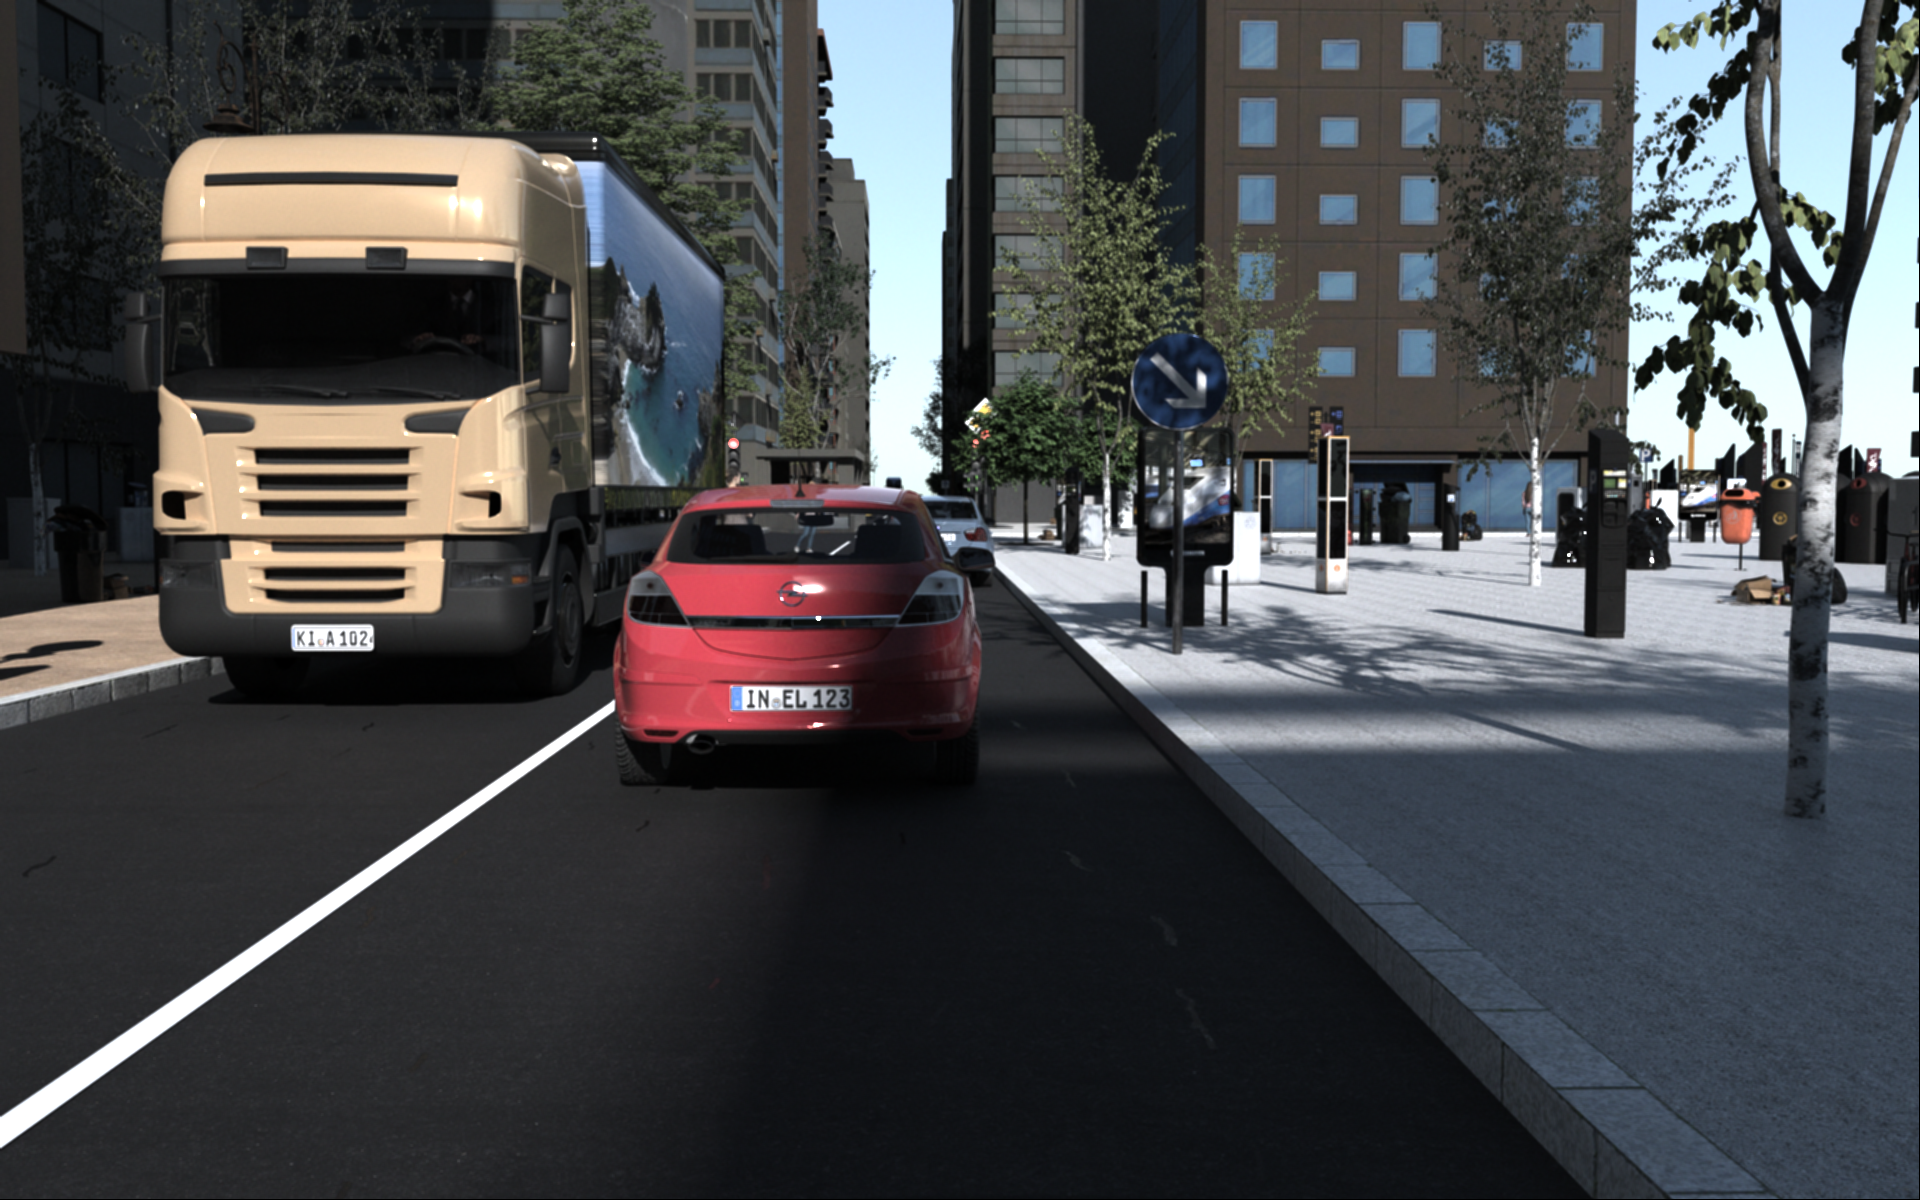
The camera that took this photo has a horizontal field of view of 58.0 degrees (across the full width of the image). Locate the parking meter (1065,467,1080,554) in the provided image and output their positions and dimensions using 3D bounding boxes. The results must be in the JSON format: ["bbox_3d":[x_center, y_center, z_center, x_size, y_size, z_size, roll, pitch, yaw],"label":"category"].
[{"bbox_3d":[2.410,-1.920,37.099,0.255,1.863,0.399,1,4,12],"label":"parking meter"}]

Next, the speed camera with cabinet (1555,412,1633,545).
[{"bbox_3d":[15.199,-2.899,41.730,0.660,3.252,2.038,-1,4,-15],"label":"speed camera with cabinet"}]

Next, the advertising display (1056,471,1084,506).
[{"bbox_3d":[3.098,-2.665,48.793,0.123,1.923,0.974,-3,5,-43],"label":"advertising display"}]

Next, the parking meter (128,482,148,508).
[{"bbox_3d":[-17.207,-1.705,36.280,0.372,1.533,0.369,0,3,0],"label":"parking meter"}]

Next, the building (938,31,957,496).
[{"bbox_3d":[6.887,-50.724,267.594,20.563,71.187,20.611,0,4,-1],"label":"building"}]

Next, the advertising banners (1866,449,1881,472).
[{"bbox_3d":[34.009,-4.274,66.069,2.074,3.025,0.090,0,4,8],"label":"advertising banners"}]

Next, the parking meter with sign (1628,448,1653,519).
[{"bbox_3d":[25.046,-4.177,64.563,1.738,3.016,0.543,-2,4,-33],"label":"parking meter with sign"}]

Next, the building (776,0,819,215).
[{"bbox_3d":[-18.728,-29.954,139.856,14.600,45.320,14.200,0,4,-1],"label":"building"}]

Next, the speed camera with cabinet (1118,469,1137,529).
[{"bbox_3d":[6.511,-4.330,65.129,0.660,3.252,2.038,1,4,23],"label":"speed camera with cabinet"}]

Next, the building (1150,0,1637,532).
[{"bbox_3d":[14.982,-25.273,63.318,14.200,45.320,14.600,0,4,-1],"label":"building"}]

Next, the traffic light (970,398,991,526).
[{"bbox_3d":[0.725,-3.773,50.612,0.839,4.253,0.868,0,4,-1],"label":"traffic light"}]

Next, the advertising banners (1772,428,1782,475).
[{"bbox_3d":[21.866,-3.024,45.627,0.090,3.025,2.074,0,4,-1],"label":"advertising banners"}]

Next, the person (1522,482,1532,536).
[{"bbox_3d":[17.804,-2.782,53.996,0.555,1.821,0.388,2,4,32],"label":"person"}]

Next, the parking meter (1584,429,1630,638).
[{"bbox_3d":[5.776,-0.597,15.469,0.255,1.863,0.399,0,4,1],"label":"parking meter"}]

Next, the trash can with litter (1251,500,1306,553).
[{"bbox_3d":[6.623,-1.682,38.565,1.678,1.210,2.233,-1,4,-10],"label":"trash can with litter"}]

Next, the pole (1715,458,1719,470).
[{"bbox_3d":[43.029,-6.402,98.516,0.158,3.312,0.155,0,3,0],"label":"pole"}]

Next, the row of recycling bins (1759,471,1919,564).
[{"bbox_3d":[16.602,-1.545,32.372,1.069,1.692,3.534,-2,4,-29],"label":"row of recycling bins"}]

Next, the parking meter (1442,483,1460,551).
[{"bbox_3d":[11.091,-1.878,39.108,0.372,1.533,0.369,0,3,0],"label":"parking meter"}]

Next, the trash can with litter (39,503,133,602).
[{"bbox_3d":[-10.450,-0.574,20.769,0.624,1.170,1.055,0,4,4],"label":"trash can with litter"}]

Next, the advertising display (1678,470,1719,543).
[{"bbox_3d":[19.580,-2.491,45.940,0.974,1.923,0.123,1,4,18],"label":"advertising display"}]

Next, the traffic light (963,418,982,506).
[{"bbox_3d":[0.531,-4.261,58.595,0.839,4.253,0.868,0,4,-1],"label":"traffic light"}]

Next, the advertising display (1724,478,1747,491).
[{"bbox_3d":[30.727,-3.879,68.635,0.974,1.923,0.123,-1,4,-16],"label":"advertising display"}]

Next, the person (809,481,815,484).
[{"bbox_3d":[-3.674,-1.942,40.924,0.598,1.740,0.731,2,4,28],"label":"person"}]

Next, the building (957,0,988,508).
[{"bbox_3d":[10.657,-32.065,147.957,21.300,48.544,21.600,0,4,-1],"label":"building"}]

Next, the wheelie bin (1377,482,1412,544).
[{"bbox_3d":[11.268,-2.260,44.866,0.693,1.594,0.980,-3,5,-43],"label":"wheelie bin"}]

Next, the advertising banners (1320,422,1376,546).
[{"bbox_3d":[9.600,-2.858,42.917,2.074,3.025,0.090,-3,4,-37],"label":"advertising banners"}]

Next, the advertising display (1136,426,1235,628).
[{"bbox_3d":[2.177,-0.704,16.718,0.974,1.923,0.123,-1,4,-17],"label":"advertising display"}]

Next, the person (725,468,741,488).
[{"bbox_3d":[-2.967,-0.881,23.252,0.599,1.781,0.374,0,4,4],"label":"person"}]

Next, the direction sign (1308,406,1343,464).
[{"bbox_3d":[9.459,-3.232,44.847,0.876,3.537,0.379,0,4,3],"label":"direction sign"}]

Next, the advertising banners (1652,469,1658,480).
[{"bbox_3d":[49.023,-7.621,120.792,2.074,3.025,0.090,-1,4,-21],"label":"advertising banners"}]

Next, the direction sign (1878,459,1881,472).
[{"bbox_3d":[58.642,-7.294,111.251,0.876,3.537,0.379,2,4,35],"label":"direction sign"}]

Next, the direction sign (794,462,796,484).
[{"bbox_3d":[-8.396,-5.889,88.281,0.379,3.537,0.876,-1,4,-11],"label":"direction sign"}]

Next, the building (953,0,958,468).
[{"bbox_3d":[9.775,-39.862,193.749,21.231,58.520,28.212,0,4,-1],"label":"building"}]

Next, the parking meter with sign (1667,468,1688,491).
[{"bbox_3d":[48.562,-7.445,117.979,1.738,3.016,0.543,2,4,31],"label":"parking meter with sign"}]

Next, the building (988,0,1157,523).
[{"bbox_3d":[8.259,-24.350,81.709,14.154,41.232,14.086,0,4,-1],"label":"building"}]

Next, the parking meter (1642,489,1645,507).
[{"bbox_3d":[33.912,-4.762,86.271,0.372,1.533,0.369,0,3,0],"label":"parking meter"}]

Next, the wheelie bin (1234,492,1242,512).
[{"bbox_3d":[4.127,-1.232,28.045,0.693,1.594,0.980,-1,4,-21],"label":"wheelie bin"}]

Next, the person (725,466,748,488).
[{"bbox_3d":[-3.734,-1.294,29.022,0.648,1.900,0.474,-3,5,-42],"label":"person"}]

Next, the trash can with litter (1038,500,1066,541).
[{"bbox_3d":[2.716,-2.231,47.860,1.055,1.170,0.624,-2,4,-25],"label":"trash can with litter"}]

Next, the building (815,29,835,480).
[{"bbox_3d":[-23.128,-30.993,161.364,22.147,44.769,28.867,0,4,-1],"label":"building"}]

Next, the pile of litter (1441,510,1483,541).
[{"bbox_3d":[13.809,-2.074,47.876,1.719,0.858,1.176,-3,5,-40],"label":"pile of litter"}]

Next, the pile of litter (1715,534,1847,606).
[{"bbox_3d":[9.682,-0.395,20.419,1.719,0.858,1.176,0,4,-8],"label":"pile of litter"}]

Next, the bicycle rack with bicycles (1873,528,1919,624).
[{"bbox_3d":[10.382,-0.233,17.192,2.852,0.926,2.925,3,5,41],"label":"bicycle rack with bicycles"}]

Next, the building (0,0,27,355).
[{"bbox_3d":[-16.240,-21.962,9.194,14.600,45.320,14.200,0,4,-1],"label":"building"}]

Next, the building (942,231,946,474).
[{"bbox_3d":[4.001,-38.874,285.691,14.600,45.320,14.200,0,4,-1],"label":"building"}]

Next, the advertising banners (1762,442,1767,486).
[{"bbox_3d":[27.546,-3.836,58.904,0.090,3.025,2.074,3,5,40],"label":"advertising banners"}]

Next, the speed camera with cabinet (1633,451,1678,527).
[{"bbox_3d":[27.328,-4.542,68.596,2.038,3.252,0.660,1,4,15],"label":"speed camera with cabinet"}]

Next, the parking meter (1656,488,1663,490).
[{"bbox_3d":[29.327,-3.940,72.836,0.372,1.533,0.369,0,3,0],"label":"parking meter"}]

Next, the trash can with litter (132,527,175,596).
[{"bbox_3d":[-9.947,-0.716,22.766,1.678,1.210,2.233,2,4,26],"label":"trash can with litter"}]

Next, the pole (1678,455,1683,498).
[{"bbox_3d":[37.694,-5.922,90.675,0.158,3.312,0.155,0,3,0],"label":"pole"}]

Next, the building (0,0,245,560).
[{"bbox_3d":[-28.998,-36.560,36.011,20.611,71.187,20.563,0,4,-1],"label":"building"}]

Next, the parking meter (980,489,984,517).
[{"bbox_3d":[1.262,-5.048,90.946,0.372,1.533,0.369,0,3,0],"label":"parking meter"}]

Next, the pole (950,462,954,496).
[{"bbox_3d":[-0.506,-7.201,111.575,0.158,3.312,0.155,0,3,0],"label":"pole"}]

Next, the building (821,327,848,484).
[{"bbox_3d":[-26.725,-21.149,190.825,27.650,21.520,28.899,0,4,-1],"label":"building"}]

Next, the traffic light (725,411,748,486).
[{"bbox_3d":[-7.577,-4.248,58.383,0.839,4.253,0.868,0,4,-1],"label":"traffic light"}]

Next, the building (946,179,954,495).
[{"bbox_3d":[5.156,-33.230,226.905,14.154,41.232,14.086,0,4,-1],"label":"building"}]

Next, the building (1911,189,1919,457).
[{"bbox_3d":[52.382,-27.286,69.835,21.600,48.544,21.300,0,4,-1],"label":"building"}]

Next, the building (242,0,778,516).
[{"bbox_3d":[-20.196,-23.112,69.764,32.217,40.220,23.993,0,4,-1],"label":"building"}]

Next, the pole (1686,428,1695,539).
[{"bbox_3d":[20.714,-3.380,49.104,0.158,3.312,0.155,0,3,0],"label":"pole"}]

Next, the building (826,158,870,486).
[{"bbox_3d":[-24.139,-38.470,252.679,21.300,48.544,21.600,0,4,-1],"label":"building"}]
